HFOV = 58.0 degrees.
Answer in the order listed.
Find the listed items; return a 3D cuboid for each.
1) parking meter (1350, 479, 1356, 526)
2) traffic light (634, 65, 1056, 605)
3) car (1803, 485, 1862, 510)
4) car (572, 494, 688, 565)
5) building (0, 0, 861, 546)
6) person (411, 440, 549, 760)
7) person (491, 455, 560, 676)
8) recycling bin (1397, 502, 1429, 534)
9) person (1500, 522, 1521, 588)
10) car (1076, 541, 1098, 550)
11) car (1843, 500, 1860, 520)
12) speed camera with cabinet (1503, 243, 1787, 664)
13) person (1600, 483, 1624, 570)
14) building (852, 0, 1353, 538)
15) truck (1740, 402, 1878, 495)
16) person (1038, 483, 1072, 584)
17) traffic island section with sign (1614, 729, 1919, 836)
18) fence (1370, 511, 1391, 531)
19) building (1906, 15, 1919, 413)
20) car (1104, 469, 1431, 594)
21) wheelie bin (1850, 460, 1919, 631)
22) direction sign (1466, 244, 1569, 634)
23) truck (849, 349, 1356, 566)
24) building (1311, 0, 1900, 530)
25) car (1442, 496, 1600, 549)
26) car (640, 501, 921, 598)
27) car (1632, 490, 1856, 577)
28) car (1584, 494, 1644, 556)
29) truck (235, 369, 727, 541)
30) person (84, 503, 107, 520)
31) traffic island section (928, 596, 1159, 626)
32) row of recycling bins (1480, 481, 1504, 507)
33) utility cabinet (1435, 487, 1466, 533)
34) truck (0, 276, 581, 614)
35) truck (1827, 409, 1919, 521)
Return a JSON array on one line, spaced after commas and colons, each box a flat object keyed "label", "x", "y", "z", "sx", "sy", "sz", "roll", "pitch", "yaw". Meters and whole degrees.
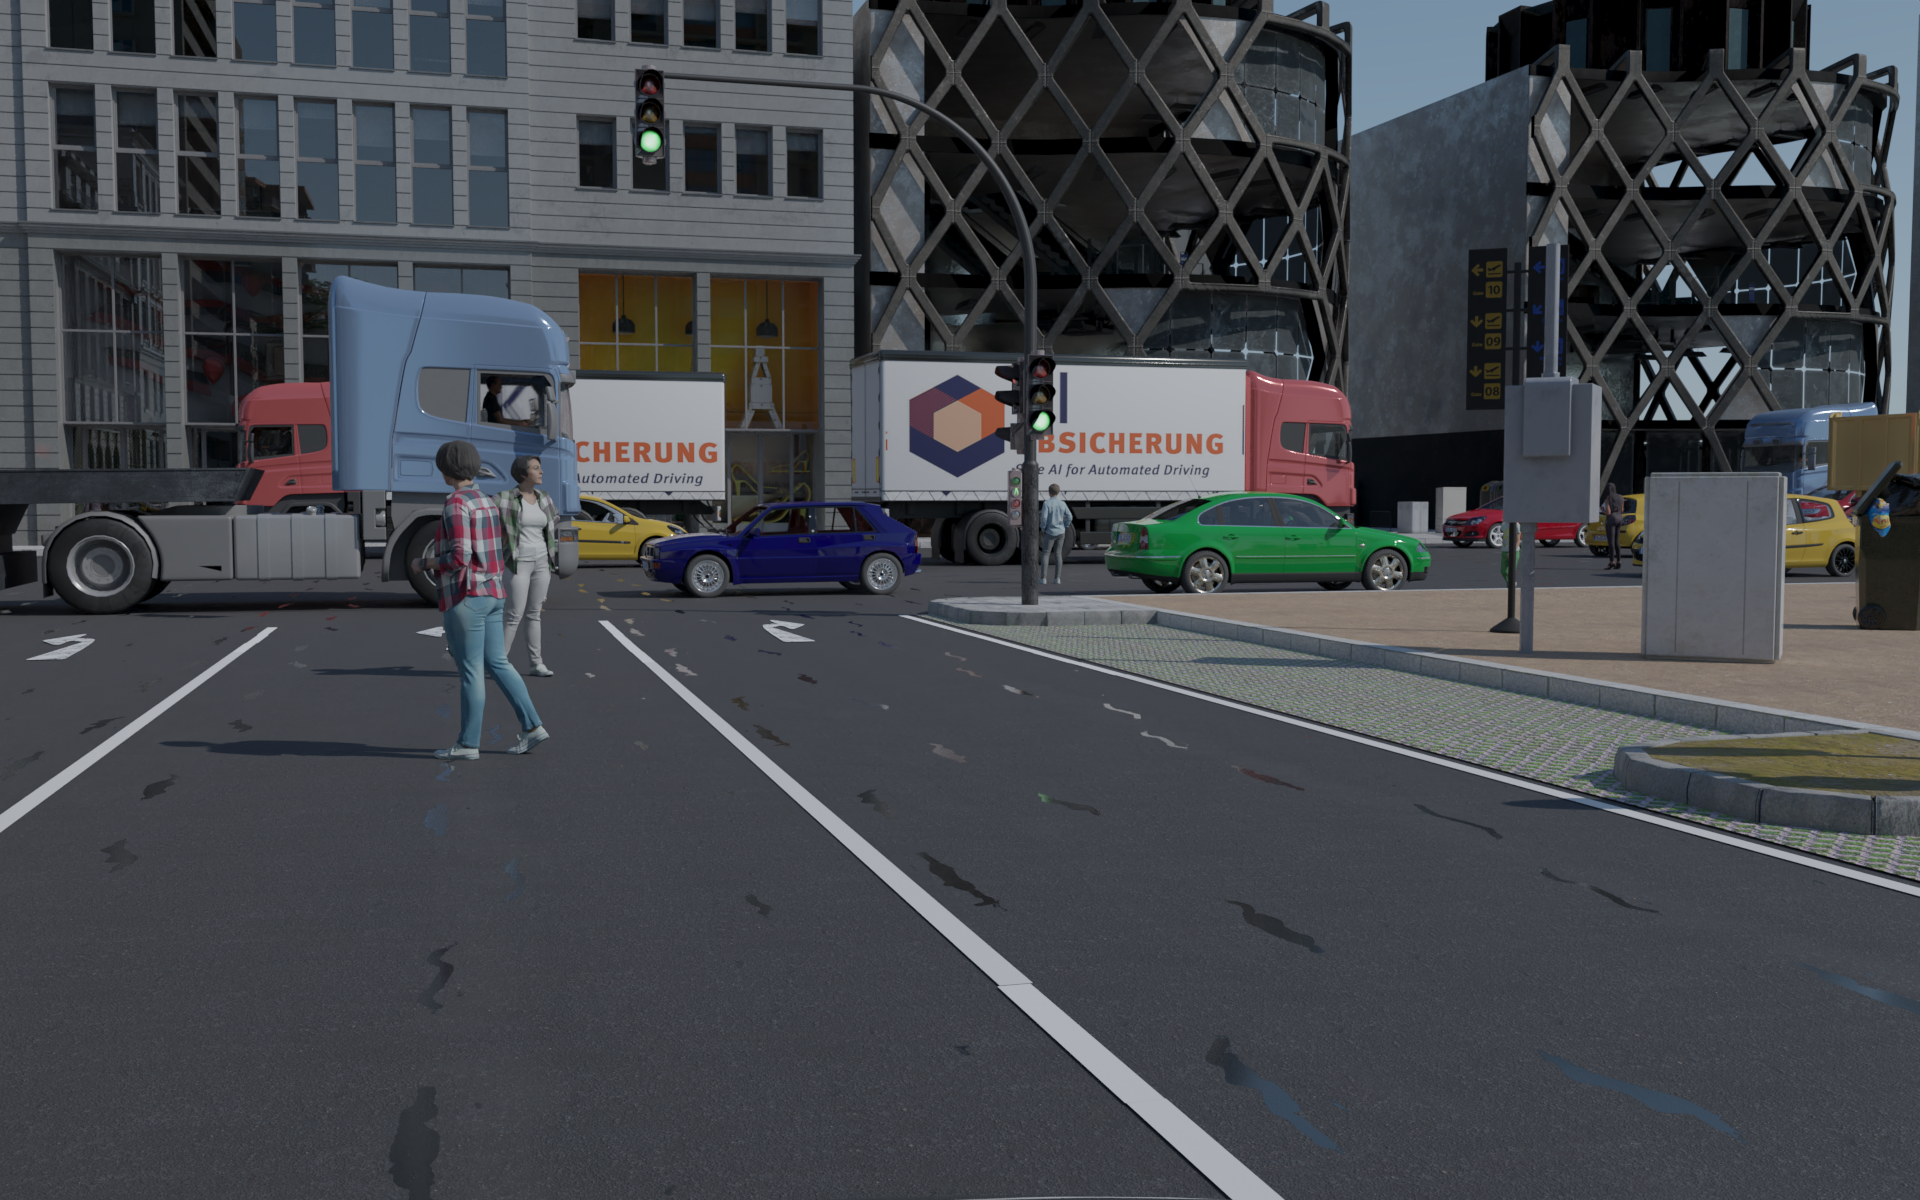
[{"label": "parking meter", "x": 15.238, "y": -3.790, "z": 67.677, "sx": 0.399, "sy": 1.863, "sz": 0.255, "roll": 1, "pitch": 4, "yaw": 14}, {"label": "traffic light", "x": -1.206, "y": -2.728, "z": 19.272, "sx": 4.771, "sy": 5.953, "sz": 1.251, "roll": -1, "pitch": 4, "yaw": -16}, {"label": "car", "x": 24.699, "y": -2.400, "z": 47.918, "sx": 5.304, "sy": 1.827, "sz": 2.281, "roll": -1, "pitch": 4, "yaw": -17}, {"label": "car", "x": -7.274, "y": -1.457, "z": 34.041, "sx": 3.980, "sy": 1.641, "sz": 2.015, "roll": -1, "pitch": 4, "yaw": -17}, {"label": "building", "x": -18.602, "y": -16.600, "z": 48.907, "sx": 29.804, "sy": 29.767, "sz": 11.434, "roll": -1, "pitch": 4, "yaw": -16}, {"label": "person", "x": -2.607, "y": -0.002, "z": 9.375, "sx": 0.643, "sy": 1.720, "sz": 0.563, "roll": 1, "pitch": 4, "yaw": 10}, {"label": "person", "x": -3.418, "y": -0.264, "z": 13.548, "sx": 0.376, "sy": 1.734, "sz": 0.841, "roll": 3, "pitch": 5, "yaw": 44}, {"label": "recycling bin", "x": 14.763, "y": -2.685, "z": 56.456, "sx": 0.722, "sy": 1.027, "sz": 0.722, "roll": -2, "pitch": 4, "yaw": -27}, {"label": "person", "x": 7.622, "y": -0.685, "z": 23.952, "sx": 0.306, "sy": 1.304, "sz": 0.590, "roll": 2, "pitch": 4, "yaw": 34}, {"label": "car", "x": 4.424, "y": -2.025, "z": 45.469, "sx": 4.827, "sy": 1.381, "sz": 2.083, "roll": -1, "pitch": 4, "yaw": -17}, {"label": "car", "x": 23.143, "y": -1.894, "z": 43.540, "sx": 3.894, "sy": 1.354, "sz": 1.945, "roll": -1, "pitch": 4, "yaw": -16}, {"label": "speed camera with cabinet", "x": 5.385, "y": -1.180, "z": 13.636, "sx": 2.038, "sy": 3.252, "sz": 0.660, "roll": 2, "pitch": 4, "yaw": 27}, {"label": "person", "x": 12.370, "y": -1.401, "z": 32.883, "sx": 0.415, "sy": 1.643, "sz": 0.593, "roll": 1, "pitch": 4, "yaw": 22}, {"label": "building", "x": 3.811, "y": -11.604, "z": 57.180, "sx": 16.811, "sy": 18.784, "sz": 16.820, "roll": -1, "pitch": 4, "yaw": -16}, {"label": "truck", "x": 31.996, "y": -3.891, "z": 53.373, "sx": 18.799, "sy": 4.110, "sz": 2.967, "roll": -1, "pitch": 4, "yaw": -16}, {"label": "person", "x": 1.502, "y": -1.067, "z": 27.749, "sx": 0.589, "sy": 1.601, "sz": 0.330, "roll": -1, "pitch": 4, "yaw": -18}, {"label": "traffic island section with sign", "x": 4.281, "y": 0.028, "z": 8.164, "sx": 1.989, "sy": 1.847, "sz": 2.006, "roll": -1, "pitch": 4, "yaw": -16}, {"label": "fence", "x": 14.663, "y": -2.756, "z": 60.431, "sx": 0.278, "sy": 0.683, "sz": 2.069, "roll": 0, "pitch": 4, "yaw": -7}, {"label": "building", "x": 47.669, "y": -12.972, "z": 66.849, "sx": 16.860, "sy": 20.320, "sz": 10.420, "roll": -1, "pitch": 4, "yaw": -16}, {"label": "car", "x": 4.451, "y": -0.979, "z": 24.795, "sx": 4.718, "sy": 1.807, "sz": 1.959, "roll": -1, "pitch": 4, "yaw": -15}, {"label": "wheelie bin", "x": 8.894, "y": -0.527, "z": 16.524, "sx": 0.693, "sy": 1.594, "sz": 0.980, "roll": 2, "pitch": 4, "yaw": 23}, {"label": "direction sign", "x": 5.117, "y": -1.467, "z": 15.978, "sx": 0.876, "sy": 3.537, "sz": 0.379, "roll": 1, "pitch": 4, "yaw": 23}, {"label": "truck", "x": 3.433, "y": -2.906, "z": 36.420, "sx": 11.283, "sy": 4.237, "sz": 2.839, "roll": -1, "pitch": 4, "yaw": -17}, {"label": "building", "x": 24.896, "y": -12.077, "z": 64.906, "sx": 16.811, "sy": 18.784, "sz": 16.820, "roll": -1, "pitch": 4, "yaw": -16}, {"label": "car", "x": 15.132, "y": -2.299, "z": 46.634, "sx": 4.494, "sy": 1.783, "sz": 2.155, "roll": -1, "pitch": 4, "yaw": -17}, {"label": "car", "x": -2.593, "y": -0.757, "z": 24.965, "sx": 3.894, "sy": 1.354, "sz": 1.945, "roll": -1, "pitch": 4, "yaw": -18}, {"label": "car", "x": 13.733, "y": -1.227, "z": 30.286, "sx": 3.980, "sy": 1.641, "sz": 2.015, "roll": -1, "pitch": 4, "yaw": -16}, {"label": "car", "x": 16.400, "y": -1.808, "z": 39.792, "sx": 3.980, "sy": 1.641, "sz": 2.015, "roll": -1, "pitch": 4, "yaw": -17}, {"label": "truck", "x": -11.106, "y": -3.092, "z": 39.474, "sx": 11.283, "sy": 4.237, "sz": 2.839, "roll": -1, "pitch": 4, "yaw": -17}, {"label": "person", "x": -19.459, "y": -1.819, "z": 39.043, "sx": 0.445, "sy": 1.727, "sz": 0.742, "roll": 0, "pitch": 4, "yaw": 1}, {"label": "traffic island section", "x": 0.820, "y": 0.132, "z": 20.116, "sx": 2.009, "sy": 0.180, "sz": 2.903, "roll": -1, "pitch": 4, "yaw": -16}, {"label": "row of recycling bins", "x": 16.774, "y": -2.830, "z": 53.388, "sx": 1.069, "sy": 1.692, "sz": 3.534, "roll": 0, "pitch": 4, "yaw": 7}, {"label": "utility cabinet", "x": 16.029, "y": -2.931, "z": 56.600, "sx": 1.173, "sy": 1.500, "sz": 0.318, "roll": -3, "pitch": 4, "yaw": -36}, {"label": "truck", "x": -13.441, "y": -1.881, "z": 20.520, "sx": 18.799, "sy": 4.110, "sz": 2.967, "roll": -1, "pitch": 4, "yaw": -18}, {"label": "truck", "x": 23.126, "y": -2.483, "z": 36.521, "sx": 9.791, "sy": 3.379, "sz": 3.469, "roll": -1, "pitch": 4, "yaw": -17}]
